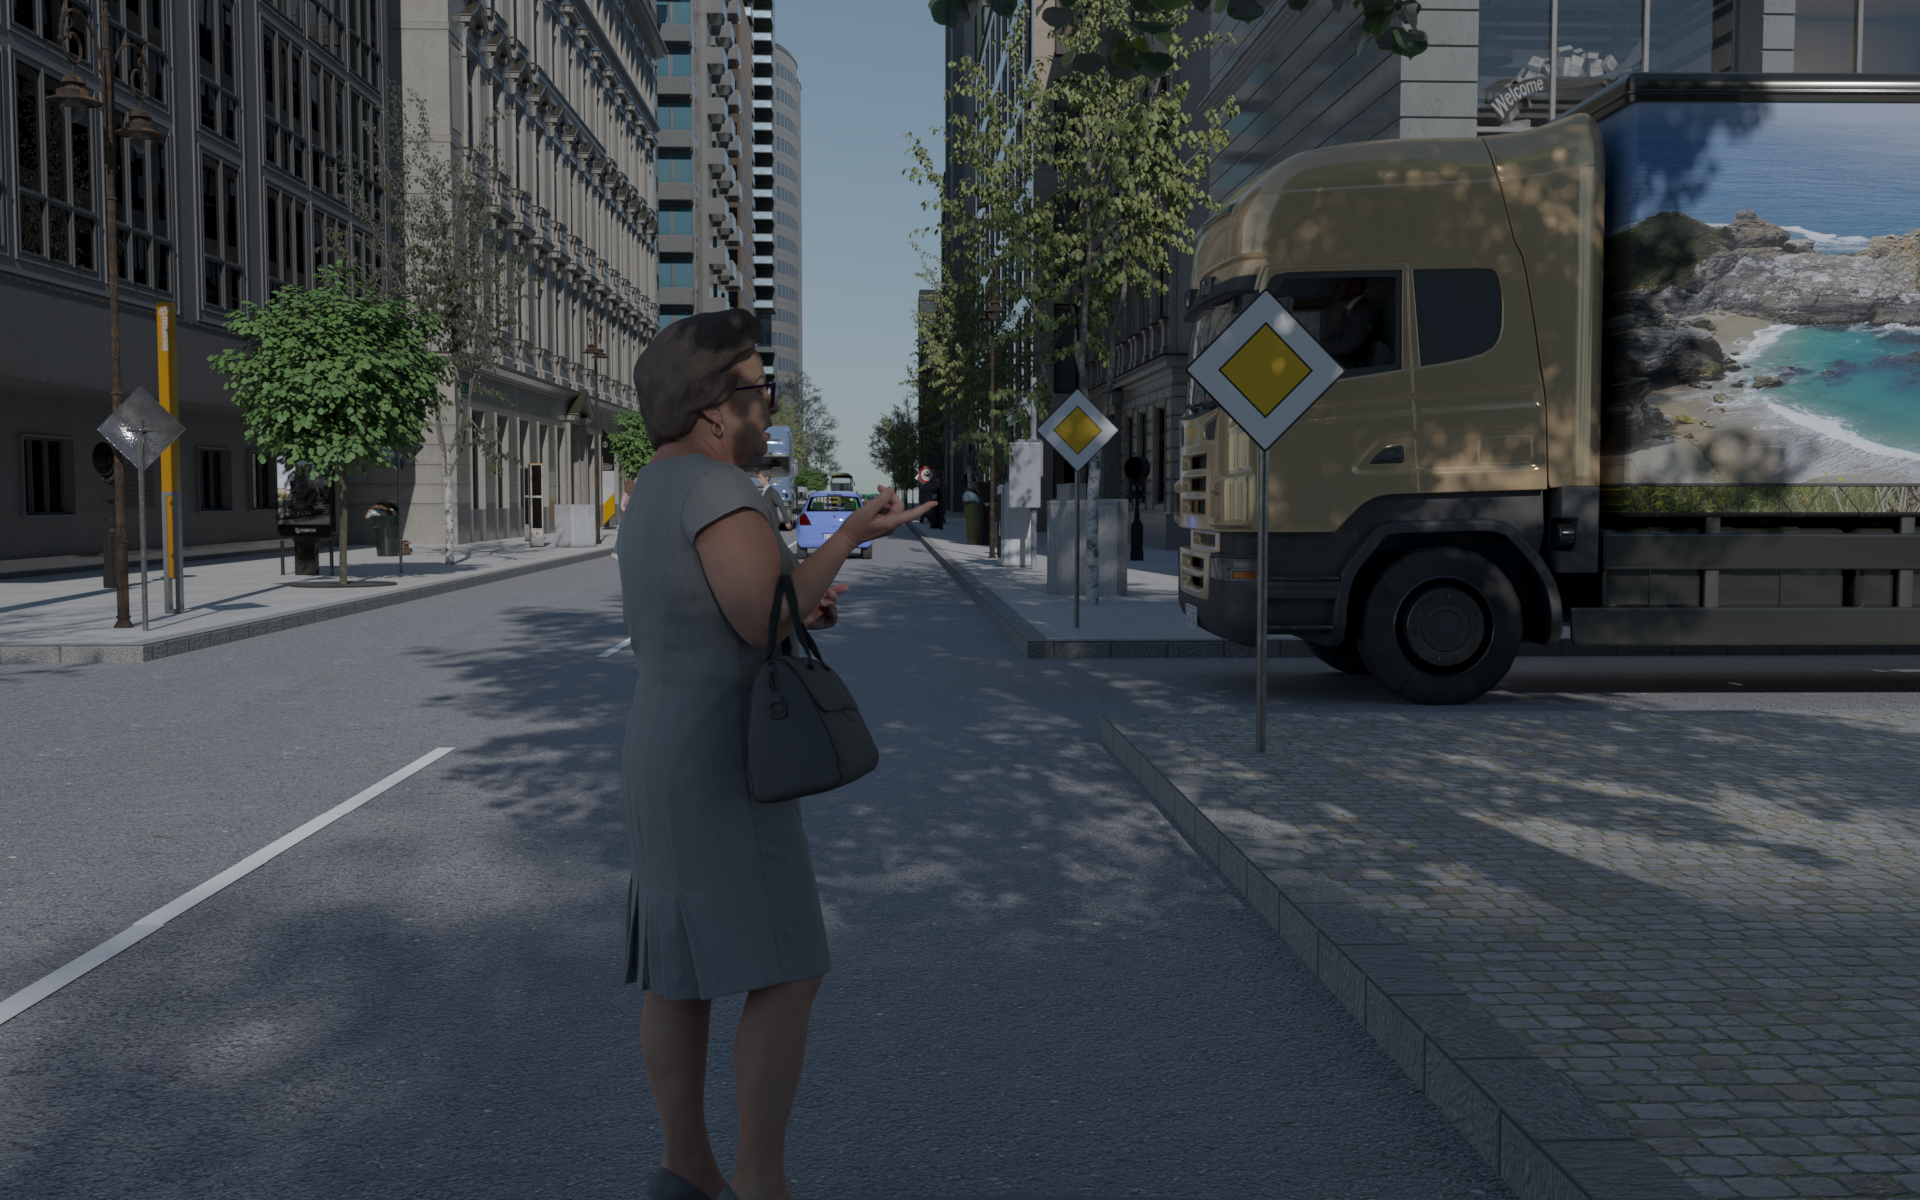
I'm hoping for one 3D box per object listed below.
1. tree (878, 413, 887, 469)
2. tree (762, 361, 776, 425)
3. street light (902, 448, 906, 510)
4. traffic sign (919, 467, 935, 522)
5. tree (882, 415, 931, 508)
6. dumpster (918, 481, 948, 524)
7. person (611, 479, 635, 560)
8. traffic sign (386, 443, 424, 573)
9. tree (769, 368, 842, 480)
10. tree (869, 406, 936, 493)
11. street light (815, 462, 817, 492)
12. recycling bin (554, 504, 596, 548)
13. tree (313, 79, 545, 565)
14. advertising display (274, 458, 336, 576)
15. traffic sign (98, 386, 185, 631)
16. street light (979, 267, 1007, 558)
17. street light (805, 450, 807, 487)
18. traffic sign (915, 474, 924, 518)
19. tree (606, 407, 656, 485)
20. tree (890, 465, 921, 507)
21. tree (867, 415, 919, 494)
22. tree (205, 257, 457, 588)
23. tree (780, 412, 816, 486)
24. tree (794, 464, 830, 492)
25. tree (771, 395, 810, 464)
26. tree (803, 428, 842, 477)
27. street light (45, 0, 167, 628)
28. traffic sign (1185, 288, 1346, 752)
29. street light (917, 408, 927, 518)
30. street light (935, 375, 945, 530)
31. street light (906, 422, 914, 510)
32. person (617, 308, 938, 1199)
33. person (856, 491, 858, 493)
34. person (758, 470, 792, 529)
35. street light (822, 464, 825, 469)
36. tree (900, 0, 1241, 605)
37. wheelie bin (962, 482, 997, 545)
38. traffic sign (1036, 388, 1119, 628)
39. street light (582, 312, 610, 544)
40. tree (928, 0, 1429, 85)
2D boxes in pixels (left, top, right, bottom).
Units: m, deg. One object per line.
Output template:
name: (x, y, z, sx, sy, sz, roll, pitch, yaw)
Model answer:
tree: (0.410, -5.913, 47.036, 4.737, 8.622, 4.395, 0, 3, 0)
tree: (-11.797, -8.440, 88.359, 4.360, 8.622, 3.978, 0, 3, 0)
street light: (-4.332, -10.215, 139.809, 0.468, 5.910, 1.993, 0, 4, -3)
traffic sign: (-1.527, -4.899, 80.205, 0.768, 2.556, 0.104, 0, 4, 4)
tree: (-4.798, -12.443, 153.811, 4.360, 8.622, 3.978, 0, 3, 0)
dumpster: (-1.173, -4.294, 75.963, 1.264, 1.857, 1.865, 0, 4, -3)
person: (-7.294, -1.761, 37.890, 0.643, 1.750, 0.593, 1, 4, 18)
traffic sign: (-9.062, -1.641, 28.020, 0.795, 2.450, 0.064, 0, 4, 3)
tree: (-16.101, -15.721, 167.414, 12.009, 13.543, 11.850, 0, 3, 0)
tree: (-6.147, -15.258, 183.887, 7.601, 10.594, 8.767, -1, 4, -20)
street light: (-16.960, -14.157, 204.254, 0.468, 5.910, 1.993, 0, 4, -3)
recycling bin: (-9.276, -1.785, 41.743, 0.722, 1.027, 0.722, 3, 5, 41)
tree: (-9.297, -4.929, 30.950, 4.360, 8.622, 3.978, 0, 3, 0)
advertising display: (-10.314, -1.351, 27.305, 0.974, 1.923, 0.123, 1, 4, 11)
traffic sign: (-7.619, -0.765, 16.147, 0.795, 2.450, 0.064, 0, 4, -3)
street light: (0.642, -3.769, 34.410, 0.468, 5.910, 1.993, 0, 4, -3)
street light: (-15.640, -12.471, 176.691, 0.468, 5.910, 1.993, 0, 4, -3)
traffic sign: (-1.703, -4.860, 80.652, 0.795, 2.450, 0.064, 0, 4, 1)
tree: (-10.009, -4.478, 56.929, 4.285, 4.588, 4.351, 0, 3, 0)
tree: (-5.371, -11.700, 175.004, 4.285, 4.588, 4.351, 0, 3, 0)
tree: (-8.653, -18.497, 228.176, 9.928, 11.665, 9.643, 0, 3, 0)
tree: (-8.708, -2.471, 24.116, 4.285, 4.588, 4.351, 0, 3, 0)
tree: (-14.854, -12.404, 153.168, 4.360, 8.622, 3.978, 0, 3, 0)
tree: (-17.416, -13.977, 212.235, 4.285, 4.588, 4.351, 0, 3, 0)
tree: (-13.611, -10.887, 128.372, 4.737, 8.622, 4.395, 0, 3, 0)
tree: (-20.144, -19.036, 245.656, 7.601, 10.594, 8.767, -3, 5, -44)
street light: (-8.026, -2.670, 16.444, 0.468, 5.910, 1.993, 0, 4, -3)
traffic sign: (1.495, -0.301, 8.563, 0.795, 2.450, 0.064, 0, 4, -3)
street light: (-2.002, -7.244, 91.235, 0.468, 5.910, 1.993, 0, 4, -3)
street light: (-0.669, -5.478, 62.352, 0.468, 5.910, 1.993, 0, 4, -3)
street light: (-3.024, -8.456, 111.046, 0.468, 5.910, 1.993, 0, 4, -3)
person: (-0.342, 0.342, 3.260, 0.532, 1.782, 0.716, -2, 4, -28)
person: (-13.197, -13.012, 221.267, 0.705, 1.821, 1.348, 2, 4, 27)
person: (-3.433, -1.373, 30.729, 0.755, 1.850, 0.659, -2, 4, -26)
street light: (-18.359, -15.891, 232.611, 0.468, 5.910, 1.993, 0, 4, -3)
tree: (1.476, -4.264, 20.081, 4.737, 8.622, 4.395, 0, 3, 0)
wheelie bin: (0.472, -2.188, 43.682, 0.693, 1.594, 0.980, 2, 4, 33)
traffic sign: (1.117, -0.789, 16.539, 0.795, 2.450, 0.064, 0, 4, -3)
street light: (-9.273, -4.368, 44.213, 0.468, 5.910, 1.993, 0, 4, -3)
tree: (2.481, -5.839, 2.119, 9.857, 13.997, 8.962, 0, 3, 0)
